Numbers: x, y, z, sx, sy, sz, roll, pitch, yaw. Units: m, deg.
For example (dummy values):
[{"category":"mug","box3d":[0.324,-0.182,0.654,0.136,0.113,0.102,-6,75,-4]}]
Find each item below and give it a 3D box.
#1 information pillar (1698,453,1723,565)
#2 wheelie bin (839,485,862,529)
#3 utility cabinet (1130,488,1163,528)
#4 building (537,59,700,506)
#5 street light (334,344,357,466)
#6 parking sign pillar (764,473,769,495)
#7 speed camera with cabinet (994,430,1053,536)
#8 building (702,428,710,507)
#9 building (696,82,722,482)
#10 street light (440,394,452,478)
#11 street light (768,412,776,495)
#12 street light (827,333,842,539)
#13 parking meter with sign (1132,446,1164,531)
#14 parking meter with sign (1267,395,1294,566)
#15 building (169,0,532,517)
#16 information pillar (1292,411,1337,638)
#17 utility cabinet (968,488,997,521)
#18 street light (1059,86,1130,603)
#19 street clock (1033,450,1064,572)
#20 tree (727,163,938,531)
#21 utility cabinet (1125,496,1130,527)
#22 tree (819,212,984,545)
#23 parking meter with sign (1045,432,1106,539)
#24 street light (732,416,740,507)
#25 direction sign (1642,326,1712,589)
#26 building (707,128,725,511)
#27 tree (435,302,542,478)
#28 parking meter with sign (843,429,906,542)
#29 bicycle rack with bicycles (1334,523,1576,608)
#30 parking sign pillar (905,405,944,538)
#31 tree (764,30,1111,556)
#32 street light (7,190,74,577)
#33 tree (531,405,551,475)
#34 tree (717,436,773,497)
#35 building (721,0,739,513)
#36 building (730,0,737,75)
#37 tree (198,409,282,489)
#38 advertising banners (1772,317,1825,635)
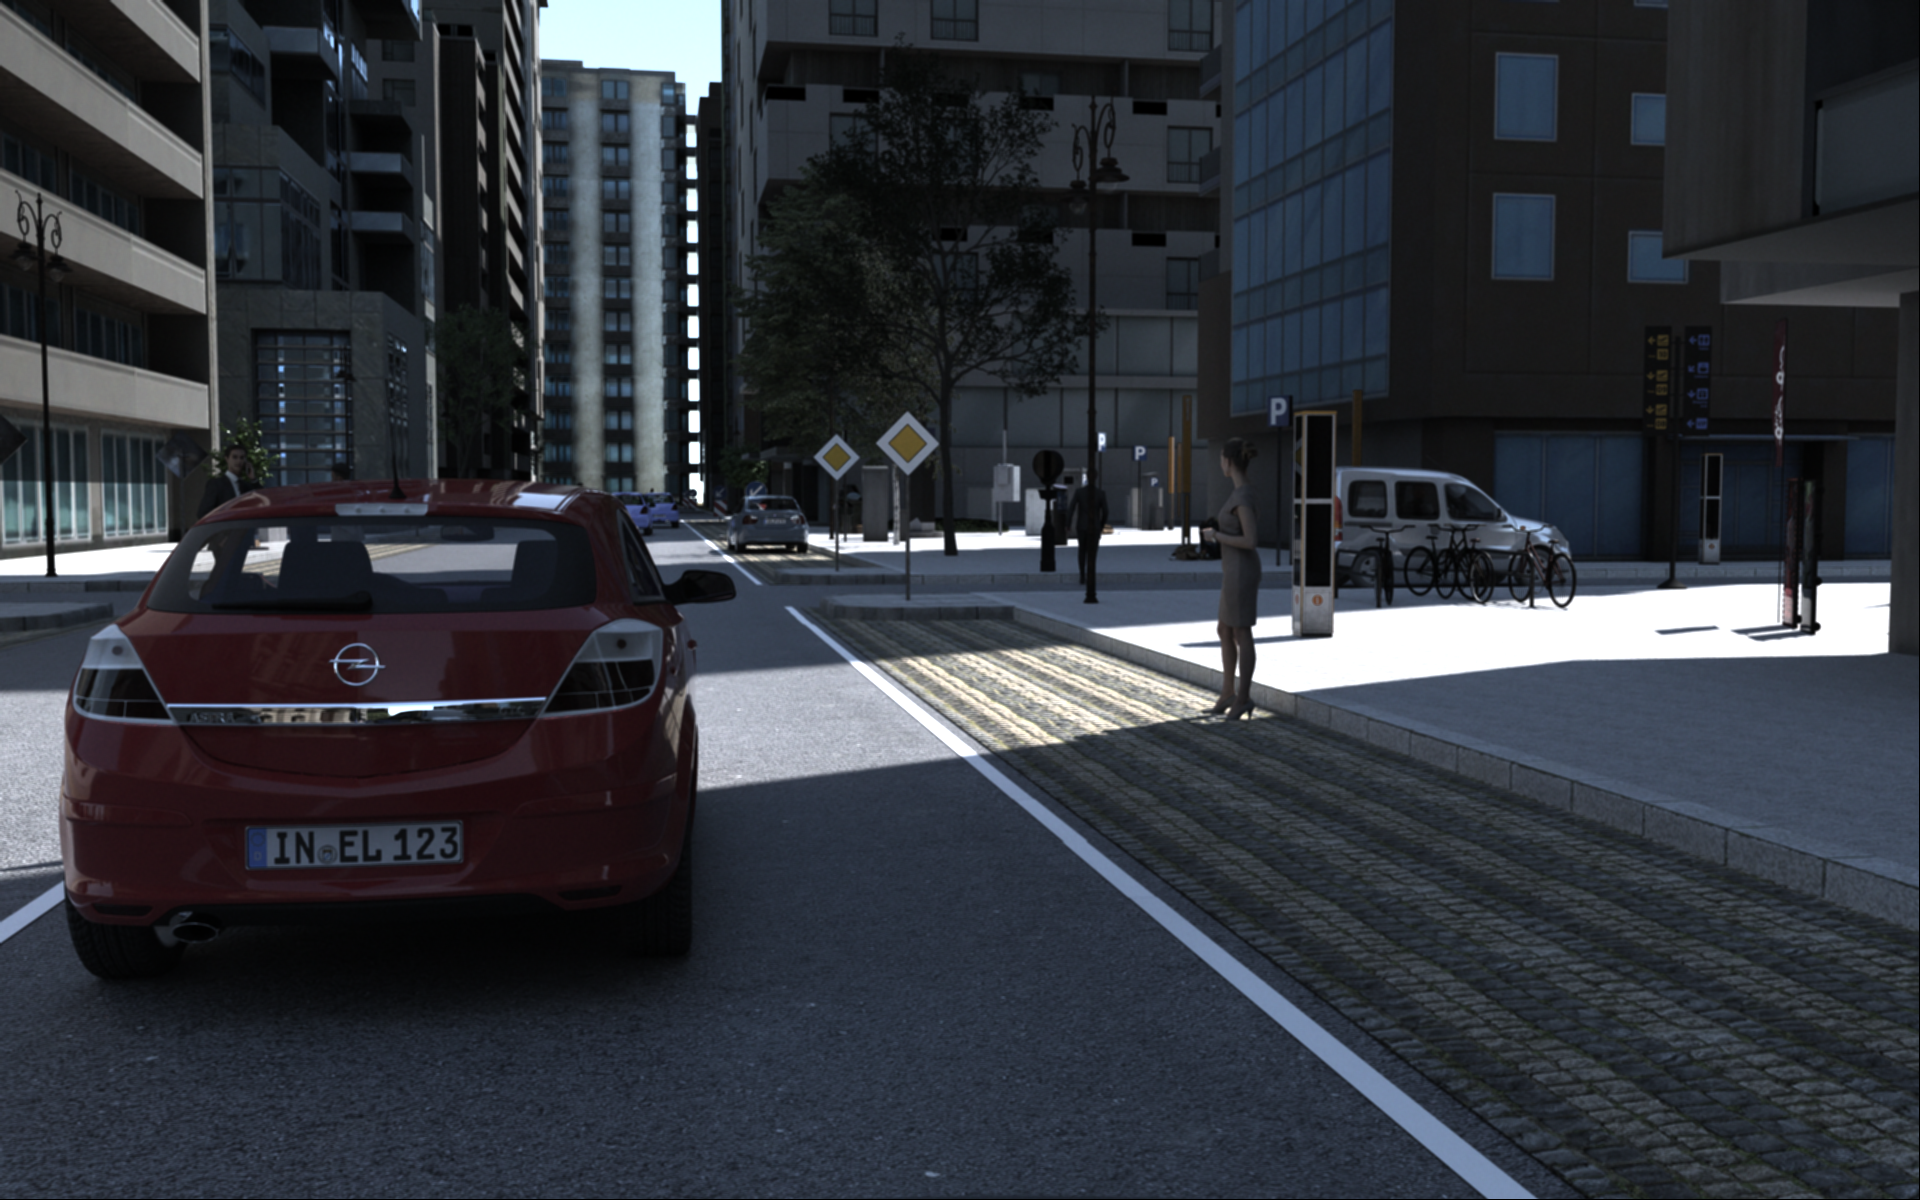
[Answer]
[{"category":"information pillar","box3d":[13.631,-1.649,31.461,0.304,2.012,0.304,0,4,8]},{"category":"wheelie bin","box3d":[-3.630,-3.021,57.302,0.980,1.594,0.693,3,5,44]},{"category":"utility cabinet","box3d":[6.962,-3.430,64.756,1.173,1.500,0.318,-1,4,-11]},{"category":"building","box3d":[-44.796,-35.109,193.641,30.456,49.044,23.786,-1,4,-10]},{"category":"street light","box3d":[-18.899,-4.931,53.413,0.468,5.910,1.993,-1,4,-10]},{"category":"parking sign pillar","box3d":[-11.486,-6.954,102.166,1.447,3.967,1.447,-1,4,-14]},{"category":"speed camera with cabinet","box3d":[2.087,-3.620,53.528,2.038,3.252,0.660,2,4,24]},{"category":"building","box3d":[-12.811,-52.003,162.918,22.319,86.520,31.000,-1,4,-10]},{"category":"building","box3d":[-21.798,-33.179,192.582,14.200,45.320,14.600,-1,4,-10]},{"category":"street light","box3d":[-23.710,-6.563,80.093,0.468,5.910,1.993,-1,4,-10]},{"category":"street light","box3d":[-8.345,-6.311,75.975,0.468,5.910,1.993,-1,4,-10]},{"category":"street light","box3d":[-3.628,-4.650,48.817,0.468,5.910,1.993,-1,4,-10]},{"category":"parking meter with sign","box3d":[6.739,-3.991,61.517,0.543,3.016,1.738,-1,4,-20]},{"category":"parking meter with sign","box3d":[6.359,-2.140,31.242,1.738,3.016,0.543,-2,4,-34]},{"category":"building","box3d":[-42.471,-30.554,123.258,21.300,48.544,21.600,-1,4,-10]},{"category":"information pillar","box3d":[3.176,-0.676,15.548,0.304,2.012,0.304,0,4,-5]},{"category":"utility cabinet","box3d":[0.829,-3.421,64.618,1.173,1.500,0.318,3,5,40]},{"category":"street light","box3d":[1.542,-2.901,20.212,0.468,5.910,1.993,-1,4,-10]},{"category":"street clock","box3d":[1.454,-1.468,28.578,0.471,2.002,0.358,2,4,31]},{"category":"tree","box3d":[-4.694,-8.667,59.837,7.486,12.596,7.792,0,3,0]},{"category":"utility cabinet","box3d":[6.885,-3.394,66.652,1.020,1.237,0.306,-1,4,-14]},{"category":"tree","box3d":[-1.554,-5.678,43.191,4.360,8.622,3.978,0,3,0]},{"category":"parking meter with sign","box3d":[3.265,-3.260,49.562,1.738,3.016,0.543,2,4,30]},{"category":"street light","box3d":[-13.226,-7.942,102.642,0.468,5.910,1.993,-1,4,-10]},{"category":"direction sign","box3d":[9.668,-1.921,23.413,0.876,3.537,0.379,0,4,3]},{"category":"building","box3d":[-13.480,-22.583,140.929,14.160,30.474,14.107,-1,4,-10]},{"category":"tree","box3d":[-26.561,-10.198,92.497,9.928,11.665,9.643,0,3,0]},{"category":"parking meter with sign","box3d":[-2.283,-3.096,46.881,1.738,3.016,0.543,0,4,-7]},{"category":"bicycle rack with bicycles","box3d":[5.679,-0.442,20.614,2.852,0.926,2.925,0,4,-2]},{"category":"parking sign pillar","box3d":[-1.185,-3.825,51.008,1.447,3.967,1.447,-2,4,-25]},{"category":"tree","box3d":[-0.528,-6.200,35.781,7.601,10.594,8.767,-1,4,-12]},{"category":"street light","box3d":[-14.117,-3.299,26.729,0.468,5.910,1.993,-1,4,-10]},{"category":"tree","box3d":[-35.494,-11.643,140.725,4.360,8.622,3.978,0,3,0]},{"category":"tree","box3d":[-12.187,-7.032,98.692,4.285,4.588,4.351,0,3,0]},{"category":"building","box3d":[-10.366,-27.098,126.641,14.154,41.232,14.086,-1,4,-10]},{"category":"building","box3d":[-7.494,-28.234,111.744,14.600,45.320,14.200,-1,4,-10]},{"category":"tree","box3d":[-16.510,-2.768,39.854,1.663,3.219,1.824,0,3,0]},{"category":"advertising banners","box3d":[8.019,-1.251,16.635,0.090,3.025,2.074,1,4,14]}]
